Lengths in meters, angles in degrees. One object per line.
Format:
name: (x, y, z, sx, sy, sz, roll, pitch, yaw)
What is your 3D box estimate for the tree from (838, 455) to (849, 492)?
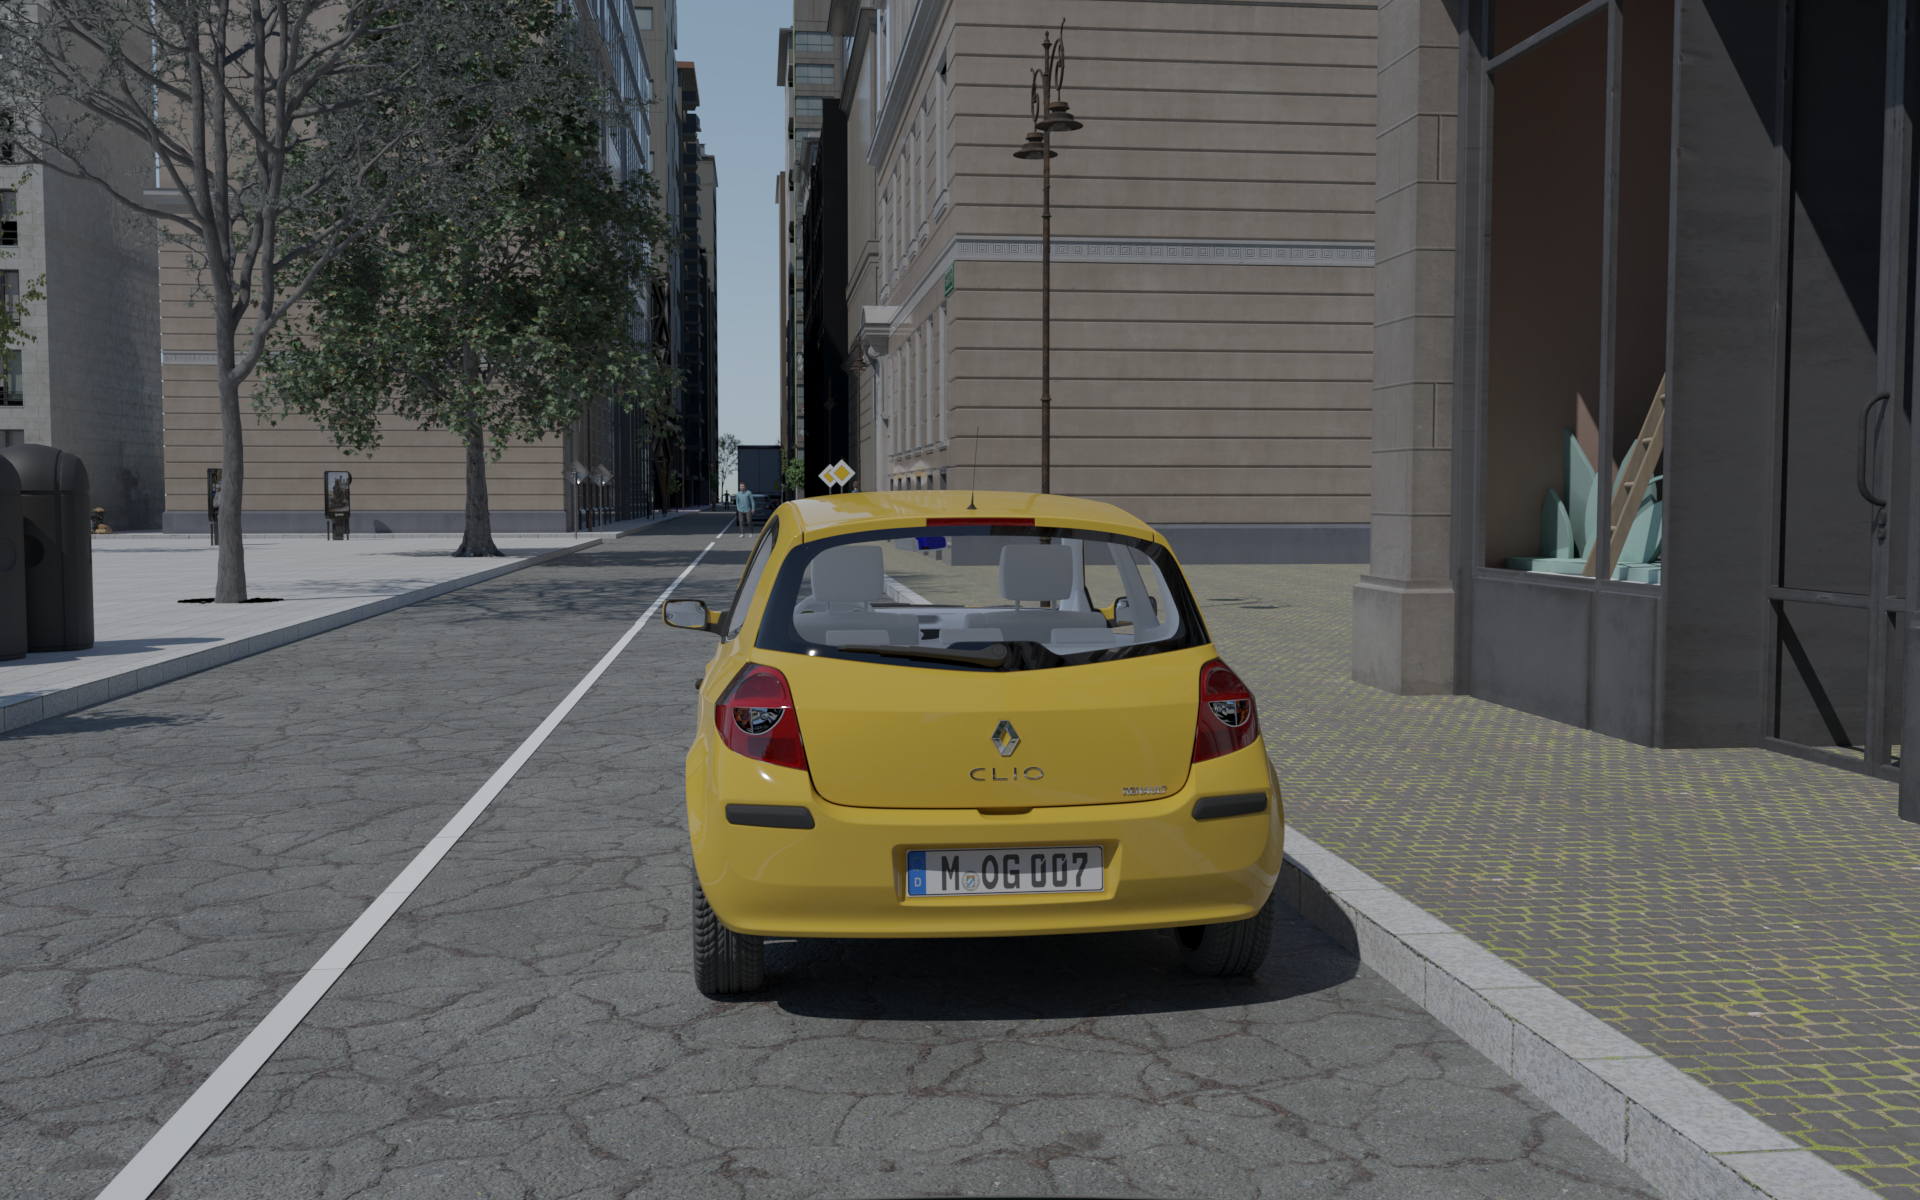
tree: (-4.591, -4.937, 75.325, 1.663, 3.219, 1.824, 0, 3, 0)

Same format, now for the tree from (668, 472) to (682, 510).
tree: (-21.555, -8.234, 129.233, 1.663, 3.219, 1.824, 0, 3, 0)

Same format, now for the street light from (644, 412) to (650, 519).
street light: (-16.058, -7.107, 88.984, 0.468, 5.910, 1.993, 0, 4, -7)

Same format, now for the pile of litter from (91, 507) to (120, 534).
pile of litter: (-27.531, -2.519, 55.143, 1.719, 0.858, 1.176, 0, 4, 6)

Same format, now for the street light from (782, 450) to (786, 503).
street light: (-17.877, -12.477, 176.782, 0.468, 5.910, 1.993, 0, 4, -7)

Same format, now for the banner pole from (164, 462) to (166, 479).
banner pole: (-44.349, -6.527, 96.739, 0.863, 3.779, 0.401, 0, 4, 4)

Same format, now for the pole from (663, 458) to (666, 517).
pole: (-16.644, -6.341, 97.510, 0.158, 3.312, 0.155, 0, 3, 0)

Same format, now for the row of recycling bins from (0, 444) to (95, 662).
row of recycling bins: (-7.876, -0.357, 12.952, 1.069, 1.692, 3.534, 1, 4, 13)

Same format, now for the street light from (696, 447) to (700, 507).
street light: (-24.971, -11.777, 165.338, 0.468, 5.910, 1.993, 0, 4, -7)

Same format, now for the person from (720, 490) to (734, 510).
person: (-21.435, -9.221, 159.249, 1.348, 1.826, 0.705, 0, 4, -2)

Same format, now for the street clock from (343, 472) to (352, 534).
street clock: (-19.643, -3.103, 55.305, 0.471, 2.002, 0.358, 2, 4, 31)

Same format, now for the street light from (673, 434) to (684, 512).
street light: (-19.707, -9.033, 120.474, 0.468, 5.910, 1.993, 0, 4, -7)

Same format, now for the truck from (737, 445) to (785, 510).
truck: (-11.999, -7.070, 104.506, 2.839, 4.237, 11.283, 0, 4, -5)

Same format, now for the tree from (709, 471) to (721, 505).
tree: (-30.606, -13.751, 208.541, 4.285, 4.588, 4.351, 0, 3, 0)

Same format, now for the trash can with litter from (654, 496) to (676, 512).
trash can with litter: (-21.541, -6.948, 124.662, 2.233, 1.210, 1.678, 1, 4, 11)

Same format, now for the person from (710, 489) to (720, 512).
person: (-20.077, -8.137, 141.550, 0.705, 1.824, 1.348, -3, 5, -45)

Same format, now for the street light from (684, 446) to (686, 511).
street light: (-21.428, -9.866, 134.100, 0.468, 5.910, 1.993, 0, 4, -7)

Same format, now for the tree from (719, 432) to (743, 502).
tree: (-39.663, -22.263, 289.748, 9.928, 11.665, 9.643, 0, 3, 0)

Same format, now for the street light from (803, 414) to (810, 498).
street light: (-8.806, -7.799, 100.302, 0.468, 5.910, 1.993, 0, 4, -7)

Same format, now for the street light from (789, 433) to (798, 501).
street light: (-12.511, -9.719, 131.695, 0.468, 5.910, 1.993, 0, 4, -7)

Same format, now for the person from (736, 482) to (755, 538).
person: (-7.073, -2.982, 57.278, 0.660, 1.820, 0.620, 1, 4, 10)

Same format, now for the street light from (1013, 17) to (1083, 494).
street light: (0.868, -2.732, 17.457, 0.468, 5.910, 1.993, 0, 4, -7)

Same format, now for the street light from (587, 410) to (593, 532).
street light: (-12.374, -5.197, 57.762, 0.468, 5.910, 1.993, 0, 4, -7)

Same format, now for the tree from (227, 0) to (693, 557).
tree: (-10.031, -7.234, 35.278, 9.611, 12.733, 9.660, 0, 3, 0)

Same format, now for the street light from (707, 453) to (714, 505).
street light: (-28.526, -13.687, 196.574, 0.468, 5.910, 1.993, 0, 4, -7)

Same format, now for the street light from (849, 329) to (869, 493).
street light: (-2.836, -4.641, 48.676, 0.468, 5.910, 1.993, 0, 4, -7)

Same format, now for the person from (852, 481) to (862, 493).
person: (-3.127, -2.708, 52.794, 0.581, 1.822, 0.654, -2, 4, -35)

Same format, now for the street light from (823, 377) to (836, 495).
street light: (-5.165, -5.871, 68.782, 0.468, 5.910, 1.993, 0, 4, -7)

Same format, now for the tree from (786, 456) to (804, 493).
tree: (-11.992, -9.262, 135.146, 4.285, 4.588, 4.351, 0, 3, 0)

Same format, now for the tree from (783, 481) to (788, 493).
tree: (-21.337, -13.611, 217.139, 1.663, 3.219, 1.824, 0, 3, 0)

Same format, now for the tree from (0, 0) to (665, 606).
tree: (-8.468, -6.710, 20.084, 12.009, 13.543, 11.850, 0, 3, 0)
